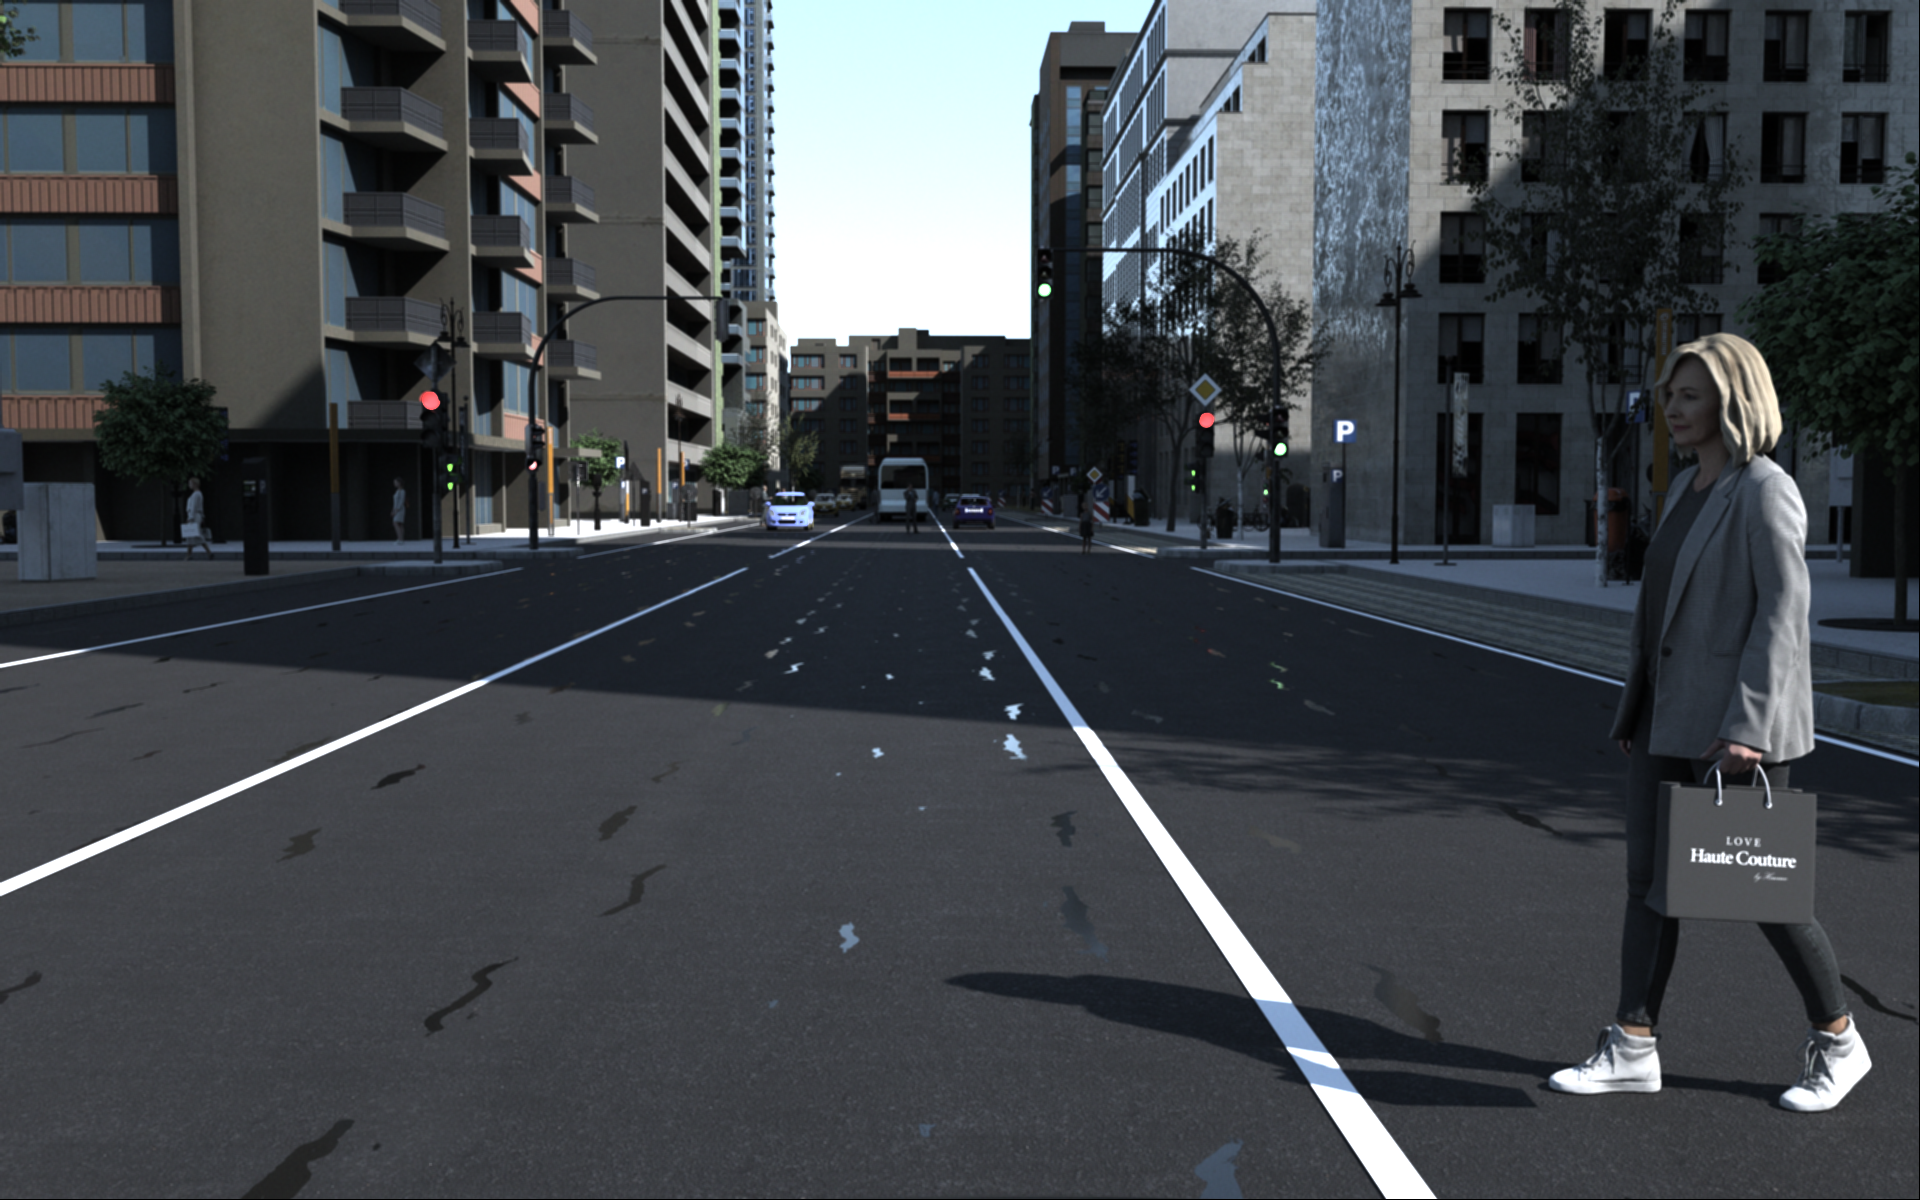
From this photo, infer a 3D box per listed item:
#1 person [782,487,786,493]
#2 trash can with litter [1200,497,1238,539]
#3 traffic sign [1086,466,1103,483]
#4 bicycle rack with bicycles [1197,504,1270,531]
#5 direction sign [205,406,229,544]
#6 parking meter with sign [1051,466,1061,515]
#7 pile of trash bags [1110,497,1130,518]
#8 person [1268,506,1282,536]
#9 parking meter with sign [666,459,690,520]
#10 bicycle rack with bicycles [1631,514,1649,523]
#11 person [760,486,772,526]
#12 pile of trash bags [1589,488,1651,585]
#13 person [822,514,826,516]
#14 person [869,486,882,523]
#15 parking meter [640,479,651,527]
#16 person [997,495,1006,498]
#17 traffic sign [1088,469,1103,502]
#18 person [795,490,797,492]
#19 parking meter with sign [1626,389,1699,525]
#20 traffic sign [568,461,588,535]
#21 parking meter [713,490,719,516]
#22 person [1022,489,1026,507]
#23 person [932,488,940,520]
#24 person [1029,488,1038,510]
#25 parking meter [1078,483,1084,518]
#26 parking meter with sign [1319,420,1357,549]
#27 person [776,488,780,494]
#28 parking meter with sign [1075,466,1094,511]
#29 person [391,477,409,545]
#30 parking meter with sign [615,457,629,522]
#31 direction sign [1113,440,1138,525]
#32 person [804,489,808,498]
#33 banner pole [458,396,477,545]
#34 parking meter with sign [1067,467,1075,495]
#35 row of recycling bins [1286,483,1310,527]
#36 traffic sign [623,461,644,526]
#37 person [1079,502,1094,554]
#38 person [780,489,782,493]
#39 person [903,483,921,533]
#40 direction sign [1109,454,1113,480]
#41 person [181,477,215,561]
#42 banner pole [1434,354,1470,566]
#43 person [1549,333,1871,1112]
[{"bbox_3d":[-9.675,-5.259,94.657,0.511,1.800,0.466,1,4,9],"label":"person"},{"bbox_3d":[7.370,-2.349,49.797,1.055,1.170,0.624,0,4,8],"label":"trash can with litter"},{"bbox_3d":[6.388,-5.035,82.052,0.795,2.593,0.064,0,4,2],"label":"traffic sign"},{"bbox_3d":[9.659,-2.849,59.968,2.925,0.926,2.852,0,4,-7],"label":"bicycle rack with bicycles"},{"bbox_3d":[-19.236,-3.233,44.862,0.379,3.537,0.876,1,4,16],"label":"direction sign"},{"bbox_3d":[6.000,-6.794,107.343,0.543,3.016,1.738,0,4,8],"label":"parking meter with sign"},{"bbox_3d":[7.939,-5.129,93.617,1.912,1.369,3.447,2,4,28],"label":"pile of trash bags"},{"bbox_3d":[9.605,-2.846,53.150,0.480,1.755,0.524,-3,5,-42],"label":"person"},{"bbox_3d":[-14.039,-5.494,86.087,0.543,3.016,1.738,1,4,16],"label":"parking meter with sign"},{"bbox_3d":[13.356,-1.128,31.819,2.852,0.926,2.925,2,4,34],"label":"bicycle rack with bicycles"},{"bbox_3d":[-8.649,-4.197,77.304,0.590,1.801,0.661,-1,4,-11],"label":"person"},{"bbox_3d":[10.299,-0.970,25.615,3.447,1.369,1.912,-3,5,-44],"label":"pile of trash bags"},{"bbox_3d":[-8.874,-6.096,112.839,0.362,1.253,0.373,1,4,16],"label":"person"},{"bbox_3d":[-4.132,-4.661,84.803,0.850,1.850,0.679,-3,4,-36],"label":"person"},{"bbox_3d":[-12.410,-3.832,68.372,0.399,1.863,0.255,0,4,0],"label":"parking meter"},{"bbox_3d":[4.463,-10.954,185.876,1.217,1.736,0.721,-2,4,-24],"label":"person"},{"bbox_3d":[6.864,-5.362,87.774,0.768,2.556,0.104,0,4,0],"label":"traffic sign"},{"bbox_3d":[-14.068,-8.611,148.303,0.415,1.643,0.593,1,4,10],"label":"person"},{"bbox_3d":[12.171,-2.019,29.279,1.738,3.016,0.543,-1,4,-12],"label":"parking meter with sign"},{"bbox_3d":[-11.808,-3.145,53.551,0.606,2.300,0.079,0,4,7],"label":"traffic sign"},{"bbox_3d":[-14.249,-5.671,101.125,0.372,1.533,0.369,0,3,0],"label":"parking meter"},{"bbox_3d":[6.435,-10.322,174.818,0.705,1.823,1.348,0,4,0],"label":"person"},{"bbox_3d":[-1.337,-5.414,97.282,0.793,1.790,0.793,0,4,-7],"label":"person"},{"bbox_3d":[5.951,-8.192,140.699,0.721,1.736,1.217,-2,4,-35],"label":"person"},{"bbox_3d":[6.392,-5.253,91.593,0.255,1.863,0.399,1,4,19],"label":"parking meter"},{"bbox_3d":[8.969,-2.763,41.430,0.543,3.016,1.738,0,4,-2],"label":"parking meter with sign"},{"bbox_3d":[-11.370,-6.126,108.661,0.388,1.821,0.555,-1,4,-8],"label":"person"},{"bbox_3d":[8.028,-6.827,107.887,0.543,3.016,1.738,-2,4,-31],"label":"parking meter with sign"},{"bbox_3d":[-14.201,-2.252,43.870,0.522,1.701,0.512,-3,4,-37],"label":"person"},{"bbox_3d":[-15.558,-5.123,80.015,0.543,3.016,1.738,-1,4,-17],"label":"parking meter with sign"},{"bbox_3d":[7.008,-4.936,72.700,0.876,3.537,0.379,0,4,-3],"label":"direction sign"},{"bbox_3d":[-14.801,-9.746,165.532,0.705,1.807,1.348,1,4,16],"label":"person"},{"bbox_3d":[-12.548,-3.293,43.865,0.401,3.779,0.863,0,4,0],"label":"banner pole"},{"bbox_3d":[7.192,-7.102,112.377,0.543,3.016,1.738,1,4,16],"label":"parking meter with sign"},{"bbox_3d":[14.440,-3.719,67.925,3.534,1.692,1.069,-1,4,-16],"label":"row of recycling bins"},{"bbox_3d":[-12.915,-4.193,68.561,0.884,2.594,0.081,0,4,3],"label":"traffic sign"},{"bbox_3d":[3.004,-1.712,41.157,0.362,1.253,0.373,2,4,30],"label":"person"},{"bbox_3d":[-15.841,-9.080,154.510,1.348,1.822,0.705,0,4,4],"label":"person"},{"bbox_3d":[-1.735,-3.363,63.294,0.655,1.846,0.447,-2,4,-30],"label":"person"},{"bbox_3d":[8.673,-6.374,96.217,0.876,3.537,0.379,2,4,34],"label":"direction sign"},{"bbox_3d":[-16.097,-1.693,36.540,0.624,1.780,0.694,0,4,0],"label":"person"},{"bbox_3d":[8.941,-2.525,31.302,0.863,3.779,0.401,-3,5,-39],"label":"banner pole"},{"bbox_3d":[1.791,0.287,3.988,0.728,1.800,0.709,0,4,-3],"label":"person"}]
